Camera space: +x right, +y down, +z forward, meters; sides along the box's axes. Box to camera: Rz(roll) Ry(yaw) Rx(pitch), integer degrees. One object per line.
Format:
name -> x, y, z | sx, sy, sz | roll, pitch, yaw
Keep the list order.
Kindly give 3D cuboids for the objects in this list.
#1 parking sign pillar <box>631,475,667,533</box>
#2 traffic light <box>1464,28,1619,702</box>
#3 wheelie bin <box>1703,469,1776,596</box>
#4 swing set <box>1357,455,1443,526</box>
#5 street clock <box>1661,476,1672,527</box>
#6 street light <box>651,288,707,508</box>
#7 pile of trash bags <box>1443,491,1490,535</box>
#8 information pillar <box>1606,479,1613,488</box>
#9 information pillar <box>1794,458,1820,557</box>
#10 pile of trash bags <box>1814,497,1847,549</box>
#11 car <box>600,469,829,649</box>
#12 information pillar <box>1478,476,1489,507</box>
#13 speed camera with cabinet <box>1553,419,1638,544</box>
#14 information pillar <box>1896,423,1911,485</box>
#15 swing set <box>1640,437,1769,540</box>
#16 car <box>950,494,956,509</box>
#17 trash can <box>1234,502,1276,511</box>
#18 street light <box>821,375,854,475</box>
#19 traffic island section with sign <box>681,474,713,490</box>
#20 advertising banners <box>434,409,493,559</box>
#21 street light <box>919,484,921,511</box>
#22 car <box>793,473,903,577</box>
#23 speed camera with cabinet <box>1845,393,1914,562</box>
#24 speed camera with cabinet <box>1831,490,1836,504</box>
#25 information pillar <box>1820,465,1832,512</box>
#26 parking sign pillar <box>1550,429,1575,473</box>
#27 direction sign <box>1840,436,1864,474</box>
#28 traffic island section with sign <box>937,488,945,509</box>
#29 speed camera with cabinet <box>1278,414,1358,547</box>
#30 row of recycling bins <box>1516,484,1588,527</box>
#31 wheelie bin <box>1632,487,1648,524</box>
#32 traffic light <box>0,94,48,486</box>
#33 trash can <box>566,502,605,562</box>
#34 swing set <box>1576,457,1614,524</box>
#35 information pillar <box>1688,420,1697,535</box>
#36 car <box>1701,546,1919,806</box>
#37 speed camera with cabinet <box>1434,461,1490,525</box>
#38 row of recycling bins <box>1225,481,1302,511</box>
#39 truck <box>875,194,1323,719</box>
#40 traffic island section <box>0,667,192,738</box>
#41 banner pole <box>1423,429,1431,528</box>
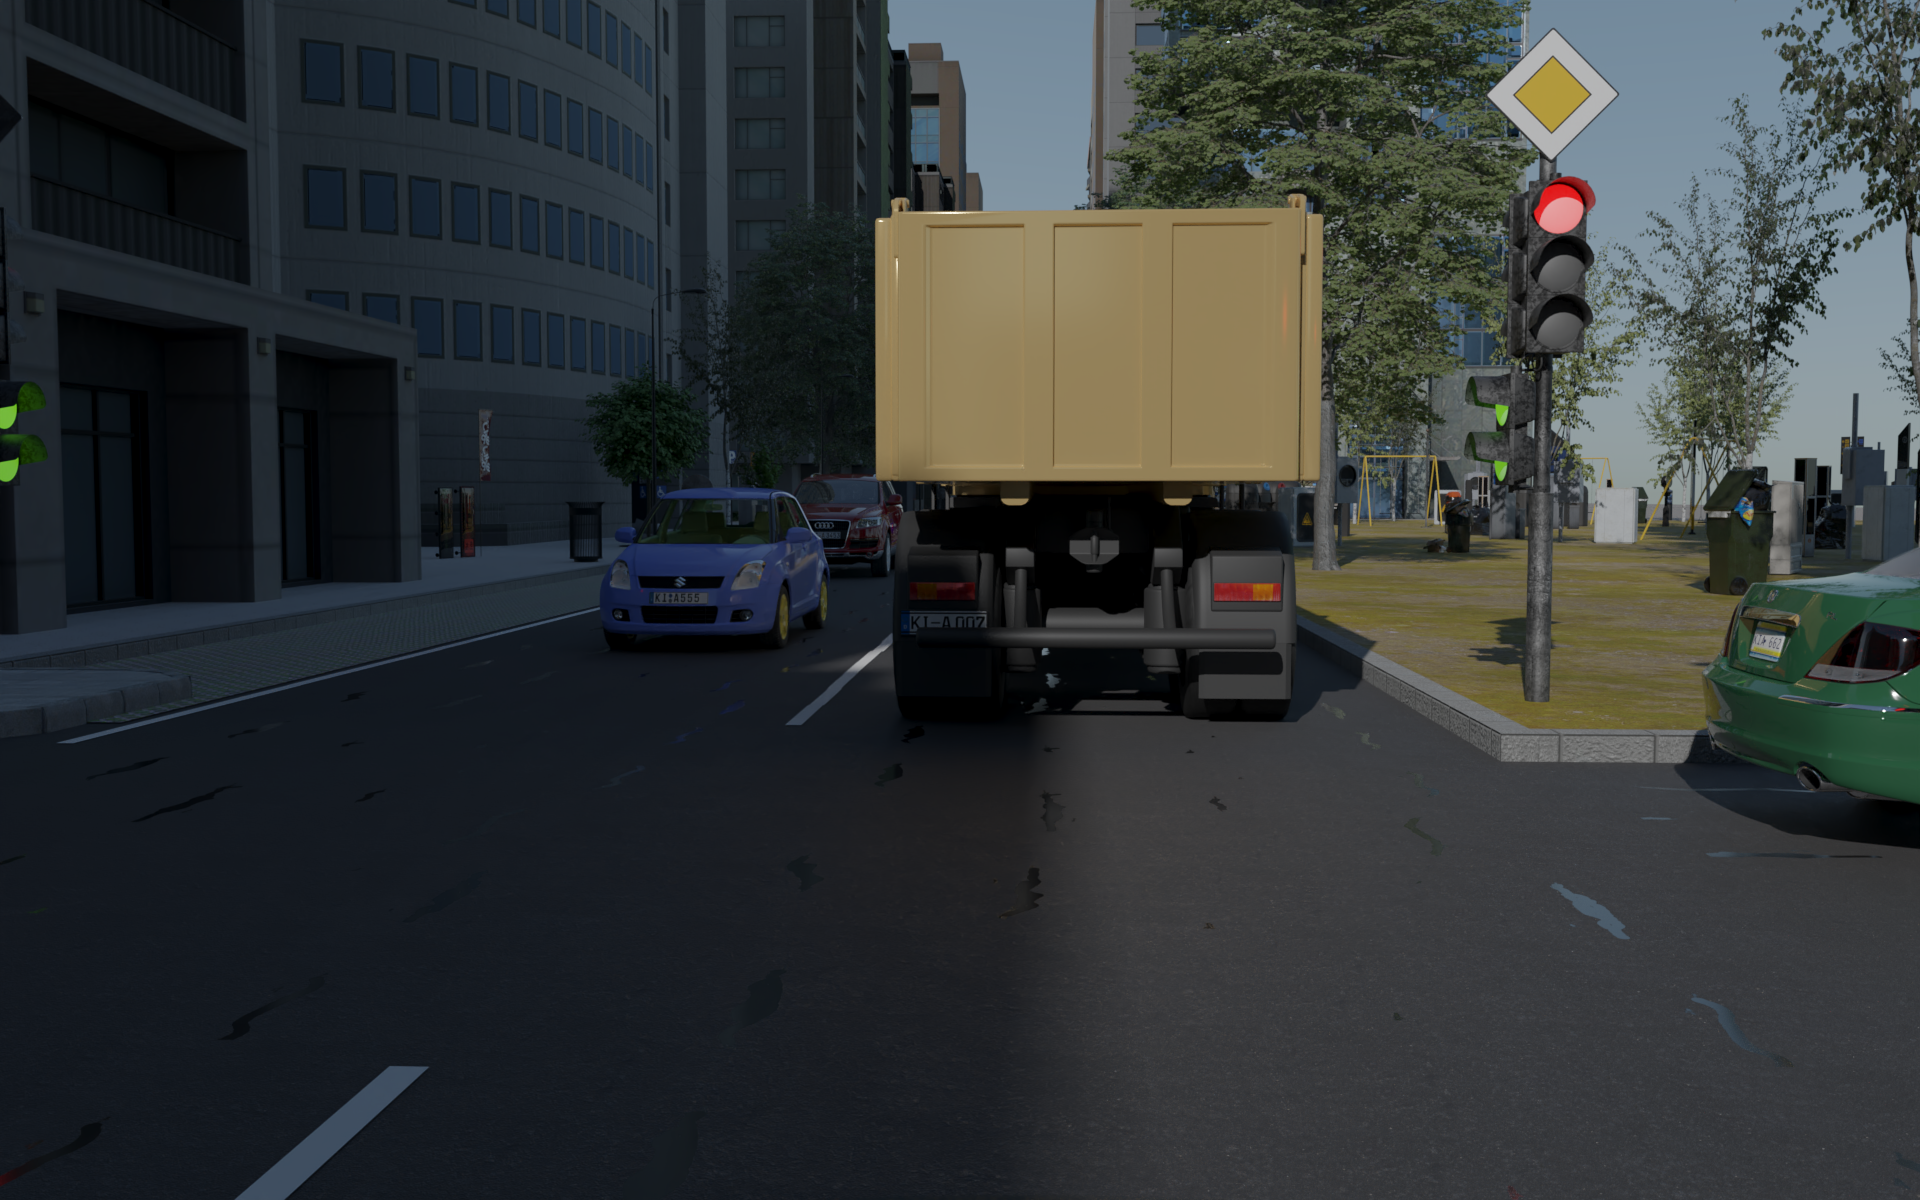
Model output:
parking sign pillar -> -8.738, -3.681, 48.658 | 1.447, 3.967, 1.447 | -3, 5, -40
traffic light -> 3.561, -1.328, 10.627 | 0.839, 4.253, 0.868 | 0, 4, 3
wheelie bin -> 9.960, -0.870, 22.139 | 0.693, 1.594, 0.980 | 0, 4, -7
swing set -> 17.821, -4.470, 70.700 | 3.119, 2.851, 2.862 | 0, 4, 3
street clock -> 27.874, -3.902, 68.361 | 0.471, 2.002, 0.358 | -3, 4, -38
street light -> -6.407, -4.081, 39.258 | 1.470, 5.913, 1.316 | 0, 4, 3
pile of trash bags -> 16.470, -2.815, 55.774 | 1.912, 1.369, 3.447 | -1, 4, -9
information pillar -> 31.488, -4.865, 84.027 | 0.304, 2.012, 0.304 | 1, 4, 20
information pillar -> 17.182, -1.881, 35.241 | 0.304, 2.012, 0.304 | -2, 4, -25
pile of trash bags -> 19.840, -1.892, 40.687 | 1.912, 1.369, 3.447 | 2, 4, 31
car -> -2.365, -0.467, 17.219 | 1.945, 1.707, 3.694 | 0, 4, 4
information pillar -> 21.507, -4.081, 71.218 | 0.304, 2.012, 0.304 | -1, 4, -21
speed camera with cabinet -> 16.686, -3.126, 45.441 | 2.038, 3.252, 0.660 | 2, 4, 30
information pillar -> 31.089, -4.021, 57.090 | 0.183, 3.616, 0.504 | -1, 4, -12
swing set -> 20.994, -3.108, 48.438 | 2.862, 2.851, 3.119 | 3, 5, 44
car -> -0.136, -6.936, 123.627 | 2.015, 1.641, 3.980 | 0, 4, 3
trash can -> 5.331, -1.203, 31.316 | 0.748, 1.137, 0.748 | 0, 3, 0
street light -> -4.828, -5.805, 67.450 | 1.470, 5.913, 1.316 | 0, 4, 3
traffic island section with sign -> -5.196, -1.550, 33.963 | 1.989, 1.847, 2.006 | 0, 4, 3
advertising banners -> -9.998, -2.376, 35.036 | 0.090, 3.025, 2.074 | 1, 4, 17
street light -> -2.138, -8.756, 115.697 | 1.470, 5.913, 1.316 | 0, 4, 3
car -> -2.137, -1.410, 31.727 | 2.281, 1.827, 5.304 | 0, 4, 3
speed camera with cabinet -> 17.656, -2.384, 33.306 | 0.660, 3.252, 2.038 | 0, 4, 6
speed camera with cabinet -> 34.109, -4.375, 65.863 | 2.038, 3.252, 0.660 | 2, 4, 33
information pillar -> 22.202, -2.451, 44.562 | 0.304, 2.012, 0.304 | 3, 5, 40
parking sign pillar -> 24.377, -5.022, 70.580 | 1.447, 3.967, 1.447 | -2, 4, -27
direction sign -> 35.063, -4.656, 68.130 | 0.379, 3.537, 0.876 | -3, 4, -38
traffic island section with sign -> -1.124, -6.153, 109.232 | 1.989, 1.847, 2.006 | 0, 4, 3
speed camera with cabinet -> 8.736, -2.927, 42.190 | 2.038, 3.252, 0.660 | -2, 4, -28
row of recycling bins -> 23.327, -3.751, 68.440 | 3.534, 1.692, 1.069 | -1, 4, -21
wheelie bin -> 29.450, -4.127, 75.385 | 0.980, 1.594, 0.693 | -1, 4, -22
traffic light -> -6.386, -1.359, 11.148 | 0.839, 4.253, 0.868 | 0, 4, 3
trash can -> -7.073, -1.289, 32.728 | 0.748, 1.137, 0.748 | 0, 3, 0
swing set -> 26.720, -4.731, 74.971 | 3.119, 2.851, 2.862 | 3, 5, 45
information pillar -> 23.261, -3.890, 54.954 | 0.183, 3.616, 0.504 | 1, 4, 16
car -> 5.727, 0.284, 7.149 | 4.920, 1.459, 2.131 | 0, 4, 4
speed camera with cabinet -> 20.917, -4.772, 72.355 | 2.038, 3.252, 0.660 | 2, 4, 31
row of recycling bins -> 7.968, -2.351, 45.558 | 1.069, 1.692, 3.534 | 2, 4, 35
truck -> 1.059, -1.147, 14.686 | 3.469, 3.379, 9.791 | 0, 4, 3
traffic island section -> -6.426, 0.673, 11.285 | 2.009, 0.180, 2.903 | 0, 4, 3
banner pole -> 17.884, -4.661, 66.220 | 0.401, 3.779, 0.863 | 0, 4, 7
